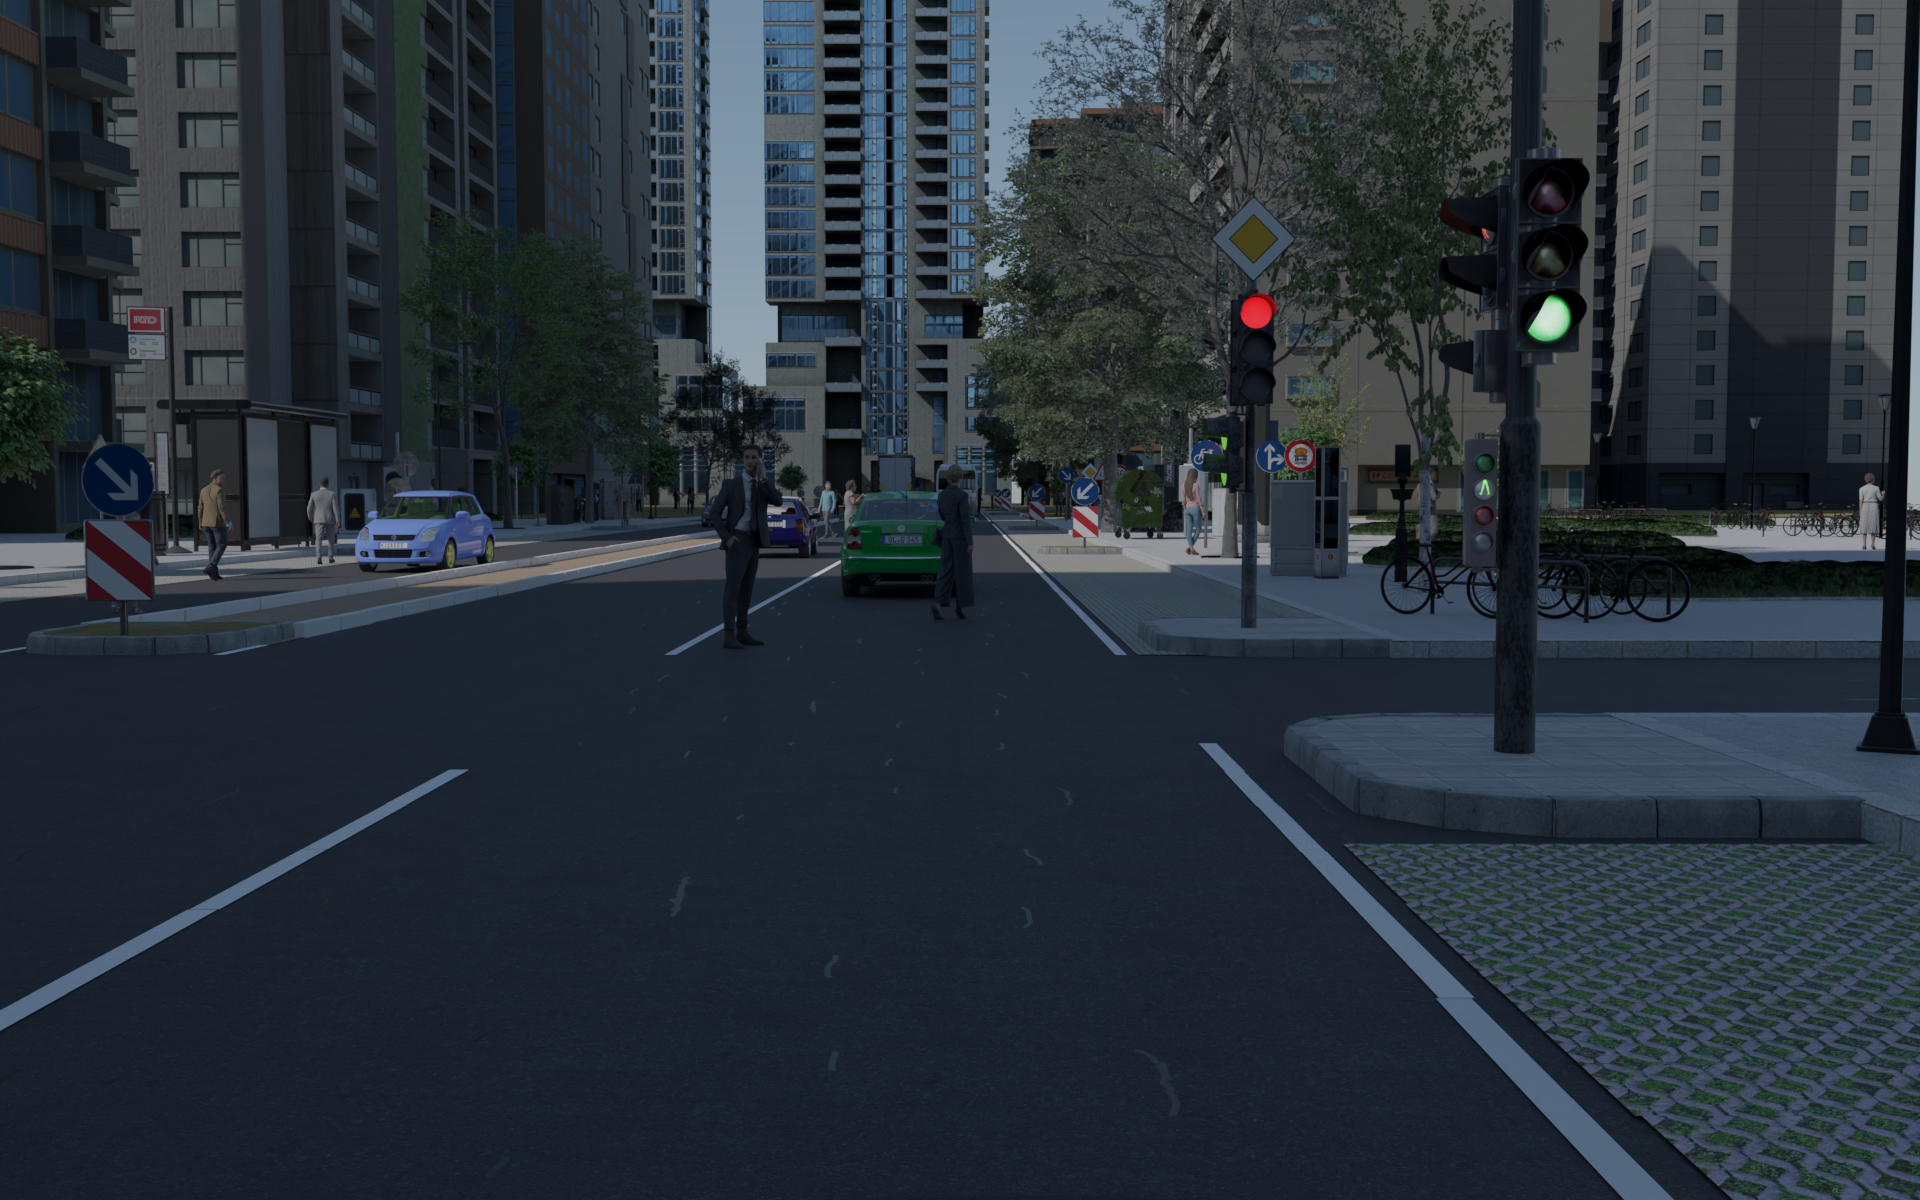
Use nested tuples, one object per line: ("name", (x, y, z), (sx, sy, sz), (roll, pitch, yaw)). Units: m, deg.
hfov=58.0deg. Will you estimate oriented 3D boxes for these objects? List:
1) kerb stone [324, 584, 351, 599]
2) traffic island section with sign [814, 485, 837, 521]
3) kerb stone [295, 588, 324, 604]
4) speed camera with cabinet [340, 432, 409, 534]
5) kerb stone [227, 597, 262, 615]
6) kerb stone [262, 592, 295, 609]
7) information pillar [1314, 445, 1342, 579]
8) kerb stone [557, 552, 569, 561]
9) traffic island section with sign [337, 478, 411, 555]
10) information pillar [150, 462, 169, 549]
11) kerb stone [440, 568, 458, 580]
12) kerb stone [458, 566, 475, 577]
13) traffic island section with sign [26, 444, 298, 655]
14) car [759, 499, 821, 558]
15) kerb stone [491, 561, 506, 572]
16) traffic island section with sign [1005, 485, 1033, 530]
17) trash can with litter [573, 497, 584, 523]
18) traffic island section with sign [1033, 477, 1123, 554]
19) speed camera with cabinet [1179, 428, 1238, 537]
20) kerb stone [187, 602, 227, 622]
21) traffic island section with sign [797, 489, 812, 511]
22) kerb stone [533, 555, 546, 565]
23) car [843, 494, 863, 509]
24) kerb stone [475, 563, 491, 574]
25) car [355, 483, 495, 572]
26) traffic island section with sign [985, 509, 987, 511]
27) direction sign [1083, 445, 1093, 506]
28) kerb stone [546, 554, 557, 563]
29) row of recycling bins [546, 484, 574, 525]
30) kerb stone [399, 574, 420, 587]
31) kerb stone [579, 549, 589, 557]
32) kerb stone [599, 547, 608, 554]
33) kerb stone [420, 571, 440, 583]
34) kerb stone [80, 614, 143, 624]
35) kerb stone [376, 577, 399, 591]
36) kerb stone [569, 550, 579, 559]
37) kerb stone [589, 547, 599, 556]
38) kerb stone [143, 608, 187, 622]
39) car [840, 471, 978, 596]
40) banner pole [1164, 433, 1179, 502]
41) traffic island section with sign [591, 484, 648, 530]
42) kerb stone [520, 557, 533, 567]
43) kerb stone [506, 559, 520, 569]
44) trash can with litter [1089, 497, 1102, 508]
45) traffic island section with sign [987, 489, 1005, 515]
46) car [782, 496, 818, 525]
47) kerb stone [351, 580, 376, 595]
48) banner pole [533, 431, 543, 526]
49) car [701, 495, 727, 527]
("kerb stone", (-8.667, -0.103, 23.888), (0.120, 0.150, 1.000), (0, 3, 0))
("traffic island section with sign", (-7.464, -5.097, 91.472), (2.006, 1.907, 1.989), (0, 3, 0))
("kerb stone", (-8.675, -0.040, 22.866), (0.120, 0.150, 1.000), (0, 3, 0))
("speed camera with cabinet", (-18.688, -3.729, 55.298), (2.038, 3.252, 0.660), (0, 4, -2))
("kerb stone", (-8.676, 0.085, 20.808), (0.120, 0.150, 1.000), (0, 3, 0))
("kerb stone", (-8.670, 0.023, 21.841), (0.120, 0.150, 1.000), (0, 3, 0))
("information pillar", (5.570, -1.332, 26.266), (0.304, 2.012, 0.304), (-1, 4, -11))
("kerb stone", (-8.636, -0.918, 37.206), (0.120, 0.150, 1.000), (0, 3, 0))
("traffic island section with sign", (-13.566, -2.003, 41.383), (1.989, 1.847, 2.006), (0, 3, 0))
("information pillar", (-18.706, -2.197, 40.417), (0.304, 2.012, 0.304), (3, 5, 44))
("kerb stone", (-8.657, -0.416, 29.003), (0.120, 0.150, 1.000), (0, 3, 0))
("kerb stone", (-8.649, -0.479, 30.036), (0.120, 0.150, 1.000), (0, 3, 0))
("traffic island section with sign", (-7.619, -0.501, 16.333), (2.006, 1.907, 1.989), (0, 3, 0))
("car", (-4.234, -1.683, 40.089), (1.945, 1.354, 3.894), (0, 4, -1))
("kerb stone", (-8.645, -0.605, 32.080), (0.120, 0.150, 1.000), (0, 3, 0))
("traffic island section with sign", (2.916, -3.683, 68.852), (1.989, 1.847, 2.006), (0, 3, 0))
("trash can with litter", (-17.402, -4.042, 77.473), (1.055, 1.170, 0.624), (-2, 4, -32))
("traffic island section with sign", (2.857, -2.026, 41.747), (1.989, 1.847, 2.006), (0, 3, 0))
("speed camera with cabinet", (7.645, -3.531, 52.072), (2.038, 3.252, 0.660), (2, 4, 27))
("kerb stone", (-8.672, 0.152, 19.786), (0.120, 0.150, 1.000), (0, 3, 0))
("traffic island section with sign", (-13.330, -8.370, 145.477), (1.989, 1.847, 2.006), (0, 3, 0))
("kerb stone", (-8.637, -0.793, 35.156), (0.120, 0.150, 1.000), (0, 3, 0))
("car", (-10.024, -9.317, 162.553), (2.015, 1.641, 3.980), (0, 3, 0))
("kerb stone", (-8.651, -0.538, 31.058), (0.120, 0.150, 1.000), (0, 3, 0))
("car", (-10.174, -1.434, 33.035), (1.945, 1.707, 3.694), (0, 4, 2))
("traffic island section with sign", (3.084, -8.406, 146.057), (1.989, 1.847, 2.006), (0, 3, 0))
("direction sign", (5.854, -5.328, 79.110), (0.379, 3.537, 0.876), (-2, 4, -26))
("kerb stone", (-8.648, -0.854, 36.184), (0.120, 0.150, 1.000), (0, 3, 0))
("row of recycling bins", (-17.066, -4.075, 73.732), (1.069, 1.692, 3.534), (0, 4, -7))
("kerb stone", (-8.660, -0.286, 26.955), (0.120, 0.150, 1.000), (0, 3, 0))
("kerb stone", (-8.633, -1.044, 39.258), (0.120, 0.150, 1.000), (0, 3, 0))
("kerb stone", (-8.629, -1.169, 41.311), (0.120, 0.150, 1.000), (0, 3, 0))
("kerb stone", (-8.661, -0.349, 27.979), (0.120, 0.150, 1.000), (0, 3, 0))
("kerb stone", (-8.681, 0.274, 17.718), (0.120, 0.150, 1.000), (0, 3, 0))
("kerb stone", (-8.665, -0.229, 25.932), (0.120, 0.150, 1.000), (0, 3, 0))
("kerb stone", (-8.643, -0.981, 38.228), (0.120, 0.150, 1.000), (0, 3, 0))
("kerb stone", (-8.631, -1.106, 40.280), (0.120, 0.150, 1.000), (0, 3, 0))
("kerb stone", (-8.683, 0.213, 18.751), (0.120, 0.150, 1.000), (0, 3, 0))
("car", (-0.730, -1.031, 25.647), (1.959, 1.807, 4.718), (0, 4, 2))
("banner pole", (8.472, -4.829, 68.967), (0.863, 3.779, 0.401), (-1, 4, -22))
("traffic island section with sign", (-13.505, -3.692, 68.986), (1.989, 1.847, 2.006), (0, 3, 0))
("kerb stone", (-8.643, -0.730, 34.130), (0.120, 0.150, 1.000), (0, 3, 0))
("kerb stone", (-8.647, -0.667, 33.103), (0.120, 0.150, 1.000), (0, 3, 0))
("trash can with litter", (6.351, -4.452, 84.180), (1.055, 1.170, 0.624), (-2, 4, -35))
("traffic island section with sign", (3.032, -6.740, 118.820), (1.989, 1.847, 2.006), (0, 3, 0))
("car", (-5.112, -2.265, 49.394), (2.083, 1.381, 4.827), (0, 4, -1))
("kerb stone", (-8.665, -0.166, 24.910), (0.120, 0.150, 1.000), (0, 3, 0))
("banner pole", (-16.829, -4.833, 69.044), (0.401, 3.779, 0.863), (-1, 4, -18))
("car", (-10.348, -3.954, 76.651), (2.014, 1.417, 4.499), (0, 4, -1))
